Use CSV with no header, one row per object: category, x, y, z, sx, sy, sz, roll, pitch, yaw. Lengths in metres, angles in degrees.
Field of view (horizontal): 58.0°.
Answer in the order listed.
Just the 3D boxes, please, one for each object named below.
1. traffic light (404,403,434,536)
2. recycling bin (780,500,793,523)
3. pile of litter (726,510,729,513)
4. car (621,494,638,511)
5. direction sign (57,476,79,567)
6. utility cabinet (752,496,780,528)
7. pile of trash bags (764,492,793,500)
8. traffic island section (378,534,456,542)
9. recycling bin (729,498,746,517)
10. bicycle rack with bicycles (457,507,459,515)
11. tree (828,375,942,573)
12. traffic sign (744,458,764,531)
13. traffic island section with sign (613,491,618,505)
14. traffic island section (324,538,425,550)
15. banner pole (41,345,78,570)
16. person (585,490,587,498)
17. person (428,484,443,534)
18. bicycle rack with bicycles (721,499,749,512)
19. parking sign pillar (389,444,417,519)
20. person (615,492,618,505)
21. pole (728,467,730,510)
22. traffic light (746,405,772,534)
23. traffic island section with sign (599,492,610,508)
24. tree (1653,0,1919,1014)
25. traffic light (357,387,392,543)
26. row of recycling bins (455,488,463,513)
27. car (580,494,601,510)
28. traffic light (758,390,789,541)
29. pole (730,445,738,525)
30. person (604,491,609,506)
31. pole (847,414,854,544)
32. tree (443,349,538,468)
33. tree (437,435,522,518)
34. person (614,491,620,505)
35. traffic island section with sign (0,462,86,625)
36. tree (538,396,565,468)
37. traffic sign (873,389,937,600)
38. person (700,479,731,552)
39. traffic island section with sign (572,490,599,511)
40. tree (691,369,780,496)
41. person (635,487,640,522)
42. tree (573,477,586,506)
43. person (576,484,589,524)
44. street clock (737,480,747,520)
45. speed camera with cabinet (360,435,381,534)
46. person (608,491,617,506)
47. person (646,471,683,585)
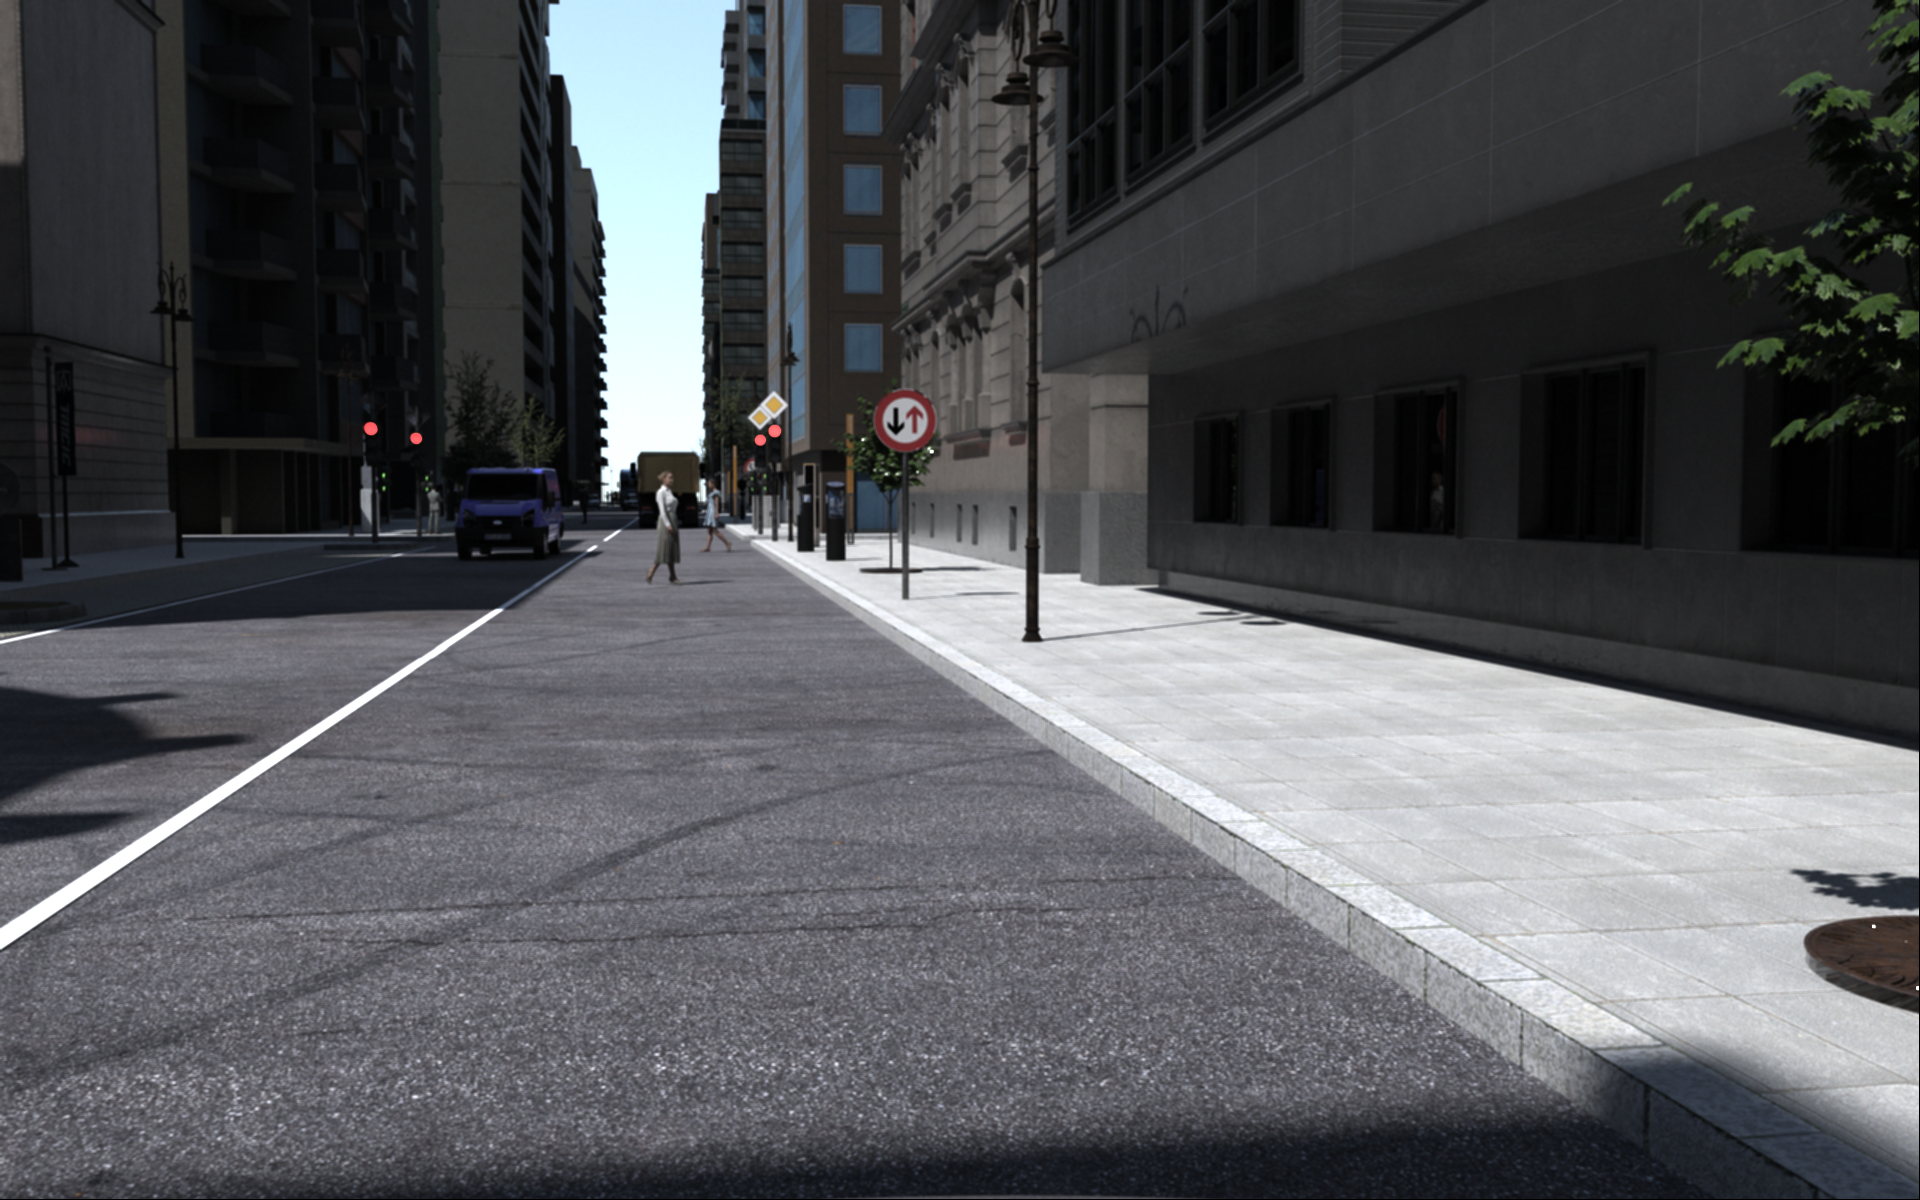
traffic light,-16.624,-3.932,53.202,0.839,4.253,0.868,-1,4,-9
recycling bin,-7.660,-3.898,76.286,0.722,1.027,0.722,1,4,13
pile of litter,-15.231,-6.270,116.478,1.176,0.858,1.719,1,4,17
car,-27.209,-8.243,144.567,2.009,1.686,4.222,0,4,-8
direction sign,-15.737,-2.350,30.426,0.379,3.537,0.876,-2,4,-34
utility cabinet,-7.248,-3.275,64.709,1.020,1.237,0.306,0,4,0
pile of trash bags,-8.367,-4.307,80.179,1.912,1.369,3.447,1,4,11
traffic island section,-16.665,-1.899,53.330,2.009,0.180,2.903,-1,4,-9
recycling bin,-12.734,-5.298,99.177,0.722,1.027,0.722,-3,4,-37
bicycle rack with bicycles,-33.118,-6.520,119.987,2.925,0.926,2.852,3,4,36
tree,-1.025,-2.062,28.321,1.663,3.219,1.824,0,3,0
traffic sign,-7.149,-3.694,60.506,0.768,2.556,0.104,0,4,-2
traffic island section with sign,-46.318,-13.745,233.354,1.989,1.847,2.006,-1,4,-9
traffic island section,-15.368,-1.417,45.451,2.009,0.180,2.903,-1,4,-9
banner pole,-15.102,-2.388,29.066,0.863,3.779,0.401,2,4,27
person,-31.024,-8.231,143.803,0.721,1.735,1.217,0,4,8
person,-18.551,-3.216,61.261,0.511,1.800,0.466,0,4,5
bicycle rack with bicycles,-16.323,-6.891,126.054,2.925,0.926,2.852,-1,4,-21
parking sign pillar,-28.882,-6.199,89.826,1.447,3.967,1.447,0,4,-4
person,-45.643,-13.531,230.658,0.541,1.710,0.530,-1,4,-20
pole,-17.143,-8.263,128.938,0.158,3.312,0.155,0,3,0
traffic light,-6.353,-4.036,54.902,0.839,4.253,0.868,-1,4,-9
traffic island section with sign,-37.069,-10.309,177.176,1.989,1.847,2.006,-1,4,-9
tree,2.658,-0.603,4.467,1.663,3.219,1.824,0,3,0
traffic light,-15.327,-3.450,45.323,0.839,4.253,0.868,-1,4,-9
row of recycling bins,-33.529,-6.712,116.861,3.534,1.692,1.069,-1,4,-11
car,-33.561,-8.889,157.340,2.014,1.417,4.499,-1,4,-11
traffic light,-5.056,-3.554,47.023,0.839,4.253,0.868,-1,4,-9
pole,-9.431,-4.824,72.712,0.158,3.312,0.155,0,3,0
person,-41.187,-11.784,201.693,0.750,1.759,0.617,0,4,1
pole,-2.806,-3.084,44.268,0.158,3.312,0.155,0,3,0
tree,-24.330,-8.417,87.973,4.737,8.622,4.395,0,3,0
tree,-26.357,-6.689,93.080,4.285,4.588,4.351,0,3,0
person,-43.295,-12.914,219.732,0.705,1.812,1.348,3,5,41
traffic island section with sign,-11.125,-0.671,19.591,1.989,1.847,2.006,-1,4,-9
tree,-30.787,-10.653,124.546,4.737,8.622,4.395,0,3,0
traffic sign,-0.662,-1.280,21.026,0.768,2.556,0.104,0,4,-1
person,-6.069,-2.099,42.920,0.778,1.811,0.616,0,4,-5
traffic island section with sign,-32.585,-8.647,150.000,1.989,1.847,2.006,-1,4,-9
tree,-13.046,-9.309,102.564,4.737,8.622,4.395,0,3,0
person,-16.226,-4.875,88.182,0.580,1.828,0.573,0,4,2
tree,-43.045,-12.203,194.126,1.663,3.219,1.824,0,3,0
person,-18.339,-4.667,84.171,0.474,1.900,0.648,1,4,16
street clock,-10.859,-5.005,86.398,0.471,2.002,0.358,1,4,13
speed camera with cabinet,-19.391,-3.834,57.027,0.660,3.252,2.038,-1,4,-16
person,-39.875,-11.623,198.514,1.348,1.826,0.705,-2,4,-31
person,-4.698,-1.144,27.427,0.641,1.798,0.478,2,4,25
